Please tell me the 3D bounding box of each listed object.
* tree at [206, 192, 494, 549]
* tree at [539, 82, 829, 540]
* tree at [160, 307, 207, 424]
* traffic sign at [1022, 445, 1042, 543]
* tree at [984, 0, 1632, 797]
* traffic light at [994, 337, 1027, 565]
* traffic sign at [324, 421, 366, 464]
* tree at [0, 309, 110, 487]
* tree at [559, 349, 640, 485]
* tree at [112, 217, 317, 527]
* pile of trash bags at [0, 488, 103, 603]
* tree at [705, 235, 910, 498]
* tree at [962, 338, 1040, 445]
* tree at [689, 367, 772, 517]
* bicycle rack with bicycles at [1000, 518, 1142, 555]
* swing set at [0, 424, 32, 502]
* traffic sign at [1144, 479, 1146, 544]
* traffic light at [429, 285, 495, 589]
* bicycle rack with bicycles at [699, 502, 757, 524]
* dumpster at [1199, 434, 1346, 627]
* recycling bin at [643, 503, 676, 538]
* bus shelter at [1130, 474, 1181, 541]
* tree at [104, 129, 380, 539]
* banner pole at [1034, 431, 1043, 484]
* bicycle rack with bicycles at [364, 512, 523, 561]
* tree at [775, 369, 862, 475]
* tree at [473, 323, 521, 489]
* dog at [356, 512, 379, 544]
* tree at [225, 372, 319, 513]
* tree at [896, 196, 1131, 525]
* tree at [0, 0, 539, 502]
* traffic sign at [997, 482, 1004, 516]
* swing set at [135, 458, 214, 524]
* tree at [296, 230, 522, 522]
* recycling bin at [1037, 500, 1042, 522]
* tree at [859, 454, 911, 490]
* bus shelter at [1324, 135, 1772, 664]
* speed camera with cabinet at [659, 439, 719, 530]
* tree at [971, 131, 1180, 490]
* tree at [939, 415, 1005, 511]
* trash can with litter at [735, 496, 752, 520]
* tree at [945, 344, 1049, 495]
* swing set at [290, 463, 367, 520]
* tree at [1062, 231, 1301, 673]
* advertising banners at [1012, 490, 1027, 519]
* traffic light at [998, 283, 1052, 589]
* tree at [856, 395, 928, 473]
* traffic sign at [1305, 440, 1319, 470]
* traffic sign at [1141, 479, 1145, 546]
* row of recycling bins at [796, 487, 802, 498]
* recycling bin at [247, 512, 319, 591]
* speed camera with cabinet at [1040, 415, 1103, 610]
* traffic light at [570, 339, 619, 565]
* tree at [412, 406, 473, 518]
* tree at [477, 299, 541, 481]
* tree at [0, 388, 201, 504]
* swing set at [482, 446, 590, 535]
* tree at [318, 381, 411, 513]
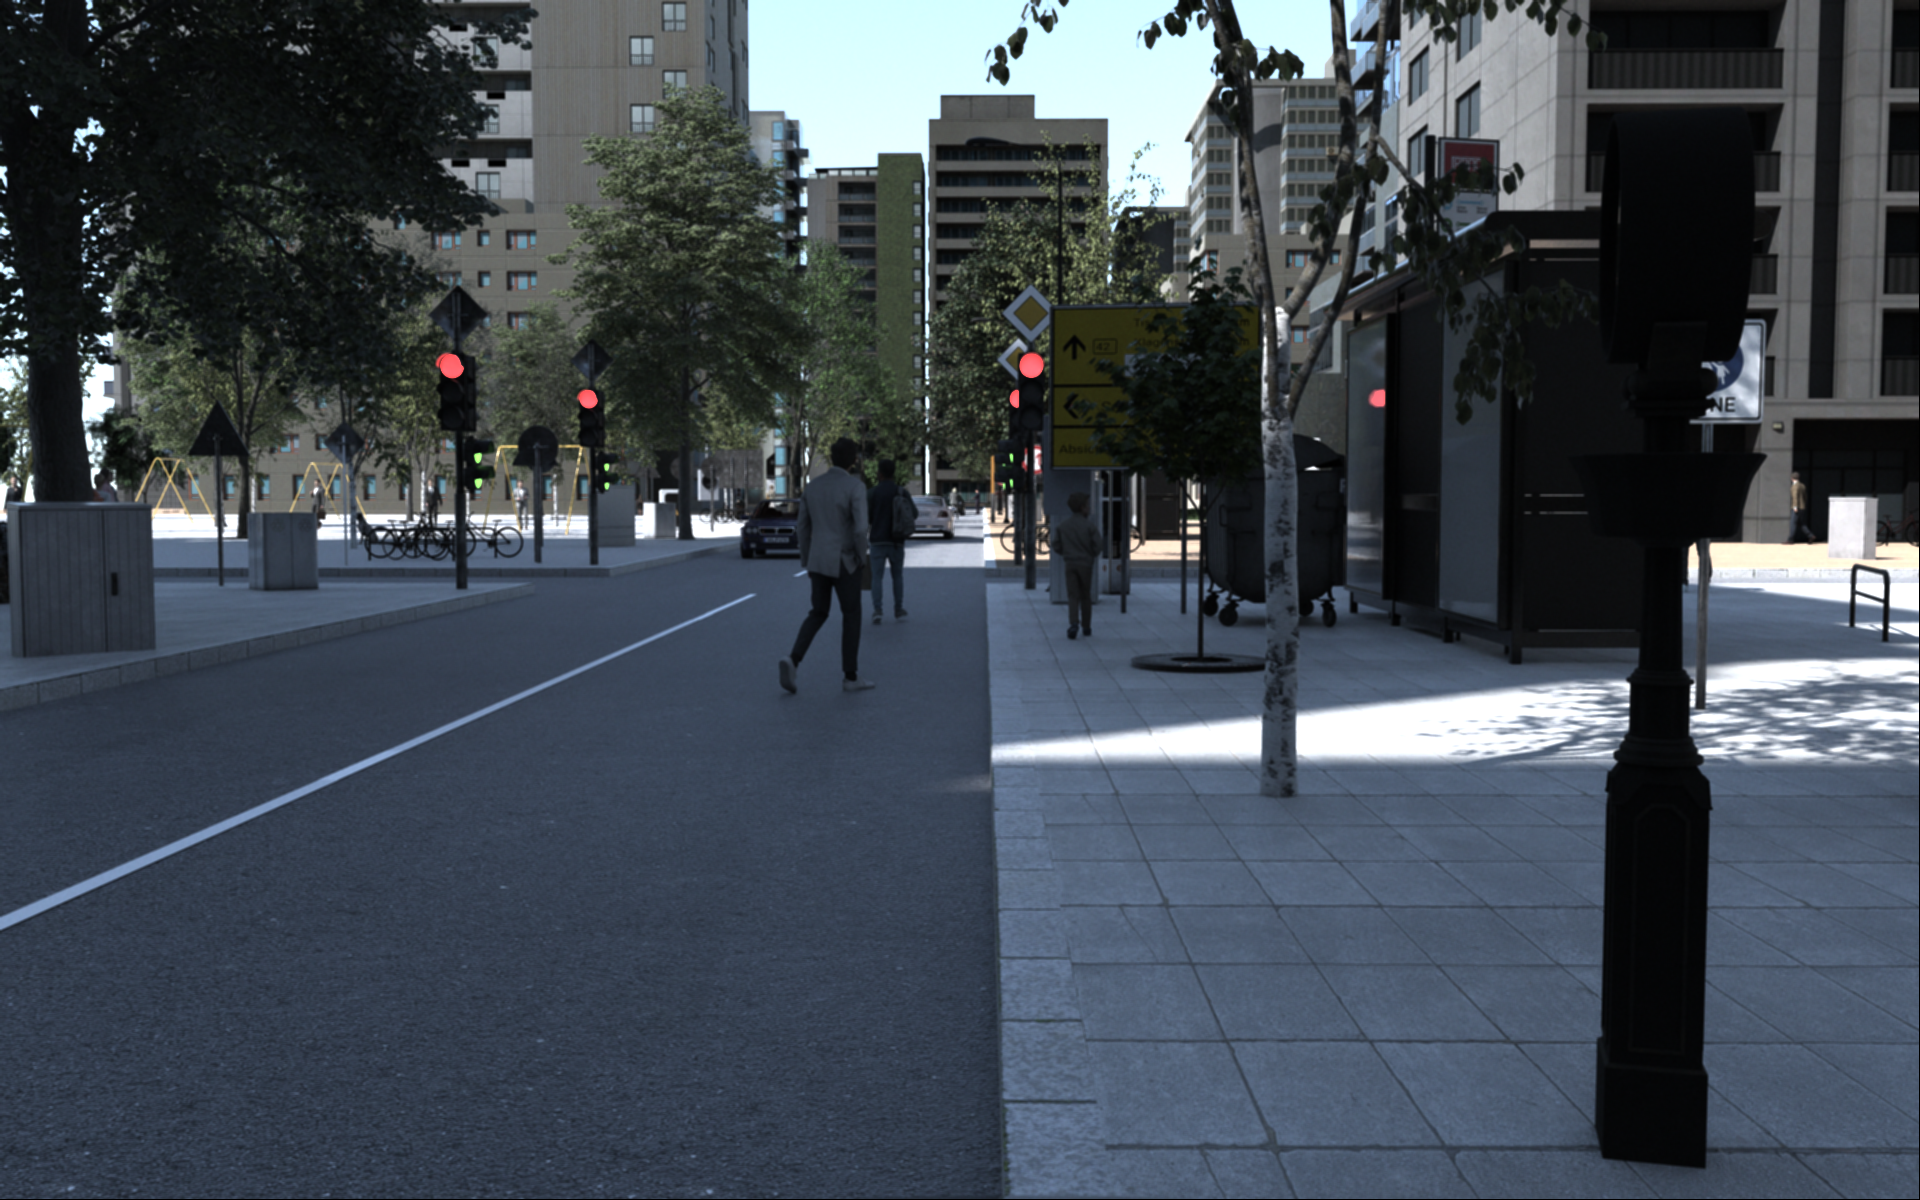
[{"bbox_3d":[-14.010,-5.504,40.355,4.737,8.622,4.395,0,3,0],"label":"tree"},{"bbox_3d":[-7.529,-7.940,47.947,7.486,12.596,7.792,0,3,0],"label":"tree"},{"bbox_3d":[-24.019,-6.494,56.532,4.737,8.622,4.395,0,3,0],"label":"tree"},{"bbox_3d":[1.944,-2.735,44.829,0.768,2.556,0.104,0,4,2],"label":"traffic sign"},{"bbox_3d":[1.214,-3.461,6.952,4.360,8.622,3.978,0,3,0],"label":"tree"},{"bbox_3d":[1.035,-2.588,31.239,0.839,4.253,0.868,0,4,1],"label":"traffic light"},{"bbox_3d":[-11.057,-1.920,31.122,0.795,2.593,0.064,0,4,7],"label":"traffic sign"},{"bbox_3d":[-30.241,-6.535,57.213,4.737,8.622,4.395,0,3,0],"label":"tree"},{"bbox_3d":[-16.552,-7.978,80.797,4.737,8.622,4.395,0,3,0],"label":"tree"},{"bbox_3d":[-28.788,-9.101,66.933,7.486,12.596,7.792,0,3,0],"label":"tree"},{"bbox_3d":[-11.263,-0.676,20.811,3.447,1.369,1.912,3,4,36],"label":"pile of trash bags"},{"bbox_3d":[-6.578,-8.766,69.072,9.928,11.665,9.643,0,3,0],"label":"tree"},{"bbox_3d":[3.239,-9.244,85.555,7.601,10.594,8.767,0,4,-1],"label":"tree"},{"bbox_3d":[-13.260,-9.285,102.176,4.737,8.622,4.395,0,3,0],"label":"tree"},{"bbox_3d":[2.277,-1.449,37.073,2.925,0.926,2.852,1,4,15],"label":"bicycle rack with bicycles"},{"bbox_3d":[-22.276,-2.526,38.912,3.119,2.851,2.862,0,4,-5],"label":"swing set"},{"bbox_3d":[4.735,-2.718,44.540,0.768,2.556,0.104,0,4,2],"label":"traffic sign"},{"bbox_3d":[-6.731,-2.105,23.339,0.839,4.253,0.868,0,4,1],"label":"traffic light"},{"bbox_3d":[-9.960,-3.825,75.929,2.925,0.926,2.852,0,4,-3],"label":"bicycle rack with bicycles"},{"bbox_3d":[3.121,-0.713,17.418,1.264,1.857,1.865,0,4,1],"label":"dumpster"},{"bbox_3d":[-8.748,-2.320,50.482,0.722,1.027,0.722,-3,4,-38],"label":"recycling bin"},{"bbox_3d":[5.800,-4.534,51.759,2.179,5.291,8.768,0,4,1],"label":"bus shelter"},{"bbox_3d":[-20.347,-7.543,49.083,9.928,11.665,9.643,0,3,0],"label":"tree"},{"bbox_3d":[2.281,-3.722,50.869,0.401,3.779,0.863,2,4,30],"label":"banner pole"},{"bbox_3d":[-10.497,-1.278,34.273,2.925,0.926,2.852,1,4,12],"label":"bicycle rack with bicycles"},{"bbox_3d":[-7.419,-9.126,99.564,4.737,8.622,4.395,0,3,0],"label":"tree"},{"bbox_3d":[-15.950,-7.148,67.230,4.360,8.622,3.978,0,3,0],"label":"tree"},{"bbox_3d":[-15.095,-1.831,44.324,0.800,0.831,0.513,1,4,22],"label":"dog"},{"bbox_3d":[-33.972,-8.135,83.377,4.360,8.622,3.978,0,3,0],"label":"tree"},{"bbox_3d":[2.401,-9.158,66.749,9.611,12.733,9.660,0,3,0],"label":"tree"},{"bbox_3d":[-8.569,-6.684,15.946,9.857,13.997,8.962,0,3,0],"label":"tree"},{"bbox_3d":[2.537,-6.321,103.457,0.768,2.556,0.104,0,4,4],"label":"traffic sign"},{"bbox_3d":[-34.639,-4.788,75.899,2.862,2.851,3.119,0,4,-5],"label":"swing set"},{"bbox_3d":[-25.430,-10.364,79.816,12.009,13.543,11.850,0,3,0],"label":"tree"},{"bbox_3d":[3.341,-4.143,80.286,0.722,1.027,0.722,-2,4,-27],"label":"recycling bin"},{"bbox_3d":[-5.899,-10.171,150.010,4.285,4.588,4.351,0,3,0],"label":"tree"},{"bbox_3d":[4.996,-2.417,17.146,2.179,5.291,8.768,0,4,1],"label":"bus shelter"},{"bbox_3d":[-9.614,-4.104,61.438,2.038,3.252,0.660,-1,4,-17],"label":"speed camera with cabinet"},{"bbox_3d":[2.573,-5.154,34.624,4.737,8.622,4.395,0,3,0],"label":"tree"},{"bbox_3d":[2.998,-13.953,134.790,9.857,13.997,8.962,0,3,0],"label":"tree"},{"bbox_3d":[-10.544,-4.510,85.118,1.055,1.170,0.624,0,4,1],"label":"trash can with litter"},{"bbox_3d":[2.607,-10.852,95.551,7.486,12.596,7.792,0,3,0],"label":"tree"},{"bbox_3d":[-32.243,-5.551,88.381,2.862,2.851,3.119,0,4,7],"label":"swing set"},{"bbox_3d":[1.822,-1.122,12.946,1.663,3.219,1.824,0,3,0],"label":"tree"},{"bbox_3d":[2.692,-4.709,73.172,0.090,3.025,2.074,2,4,28],"label":"advertising banners"},{"bbox_3d":[0.930,-2.100,23.254,0.839,4.253,0.868,0,4,1],"label":"traffic light"},{"bbox_3d":[-6.560,-13.837,160.651,8.767,10.594,7.601,1,4,10],"label":"tree"},{"bbox_3d":[6.318,-1.824,31.950,0.606,2.300,0.079,0,4,4],"label":"traffic sign"},{"bbox_3d":[4.546,-2.622,42.972,0.768,2.556,0.104,1,4,10],"label":"traffic sign"},{"bbox_3d":[-8.275,-5.801,101.962,3.534,1.692,1.069,-1,4,-22],"label":"row of recycling bins"},{"bbox_3d":[-9.156,-0.665,23.420,0.722,1.027,0.722,-3,5,-39],"label":"recycling bin"},{"bbox_3d":[1.305,-1.567,19.957,0.660,3.252,2.038,0,4,8],"label":"speed camera with cabinet"},{"bbox_3d":[-6.626,-2.593,31.324,0.839,4.253,0.868,0,4,1],"label":"traffic light"},{"bbox_3d":[-26.087,-8.678,92.254,4.360,8.622,3.978,0,3,0],"label":"tree"},{"bbox_3d":[-24.444,-11.173,100.803,7.486,12.596,7.792,0,3,0],"label":"tree"},{"bbox_3d":[-49.573,-7.590,87.008,11.467,7.101,20.602,3,5,42],"label":"tree"},{"bbox_3d":[-13.422,-3.577,56.109,3.119,2.851,2.862,1,4,10],"label":"swing set"},{"bbox_3d":[-32.840,-8.747,93.376,4.360,8.622,3.978,0,3,0],"label":"tree"}]
